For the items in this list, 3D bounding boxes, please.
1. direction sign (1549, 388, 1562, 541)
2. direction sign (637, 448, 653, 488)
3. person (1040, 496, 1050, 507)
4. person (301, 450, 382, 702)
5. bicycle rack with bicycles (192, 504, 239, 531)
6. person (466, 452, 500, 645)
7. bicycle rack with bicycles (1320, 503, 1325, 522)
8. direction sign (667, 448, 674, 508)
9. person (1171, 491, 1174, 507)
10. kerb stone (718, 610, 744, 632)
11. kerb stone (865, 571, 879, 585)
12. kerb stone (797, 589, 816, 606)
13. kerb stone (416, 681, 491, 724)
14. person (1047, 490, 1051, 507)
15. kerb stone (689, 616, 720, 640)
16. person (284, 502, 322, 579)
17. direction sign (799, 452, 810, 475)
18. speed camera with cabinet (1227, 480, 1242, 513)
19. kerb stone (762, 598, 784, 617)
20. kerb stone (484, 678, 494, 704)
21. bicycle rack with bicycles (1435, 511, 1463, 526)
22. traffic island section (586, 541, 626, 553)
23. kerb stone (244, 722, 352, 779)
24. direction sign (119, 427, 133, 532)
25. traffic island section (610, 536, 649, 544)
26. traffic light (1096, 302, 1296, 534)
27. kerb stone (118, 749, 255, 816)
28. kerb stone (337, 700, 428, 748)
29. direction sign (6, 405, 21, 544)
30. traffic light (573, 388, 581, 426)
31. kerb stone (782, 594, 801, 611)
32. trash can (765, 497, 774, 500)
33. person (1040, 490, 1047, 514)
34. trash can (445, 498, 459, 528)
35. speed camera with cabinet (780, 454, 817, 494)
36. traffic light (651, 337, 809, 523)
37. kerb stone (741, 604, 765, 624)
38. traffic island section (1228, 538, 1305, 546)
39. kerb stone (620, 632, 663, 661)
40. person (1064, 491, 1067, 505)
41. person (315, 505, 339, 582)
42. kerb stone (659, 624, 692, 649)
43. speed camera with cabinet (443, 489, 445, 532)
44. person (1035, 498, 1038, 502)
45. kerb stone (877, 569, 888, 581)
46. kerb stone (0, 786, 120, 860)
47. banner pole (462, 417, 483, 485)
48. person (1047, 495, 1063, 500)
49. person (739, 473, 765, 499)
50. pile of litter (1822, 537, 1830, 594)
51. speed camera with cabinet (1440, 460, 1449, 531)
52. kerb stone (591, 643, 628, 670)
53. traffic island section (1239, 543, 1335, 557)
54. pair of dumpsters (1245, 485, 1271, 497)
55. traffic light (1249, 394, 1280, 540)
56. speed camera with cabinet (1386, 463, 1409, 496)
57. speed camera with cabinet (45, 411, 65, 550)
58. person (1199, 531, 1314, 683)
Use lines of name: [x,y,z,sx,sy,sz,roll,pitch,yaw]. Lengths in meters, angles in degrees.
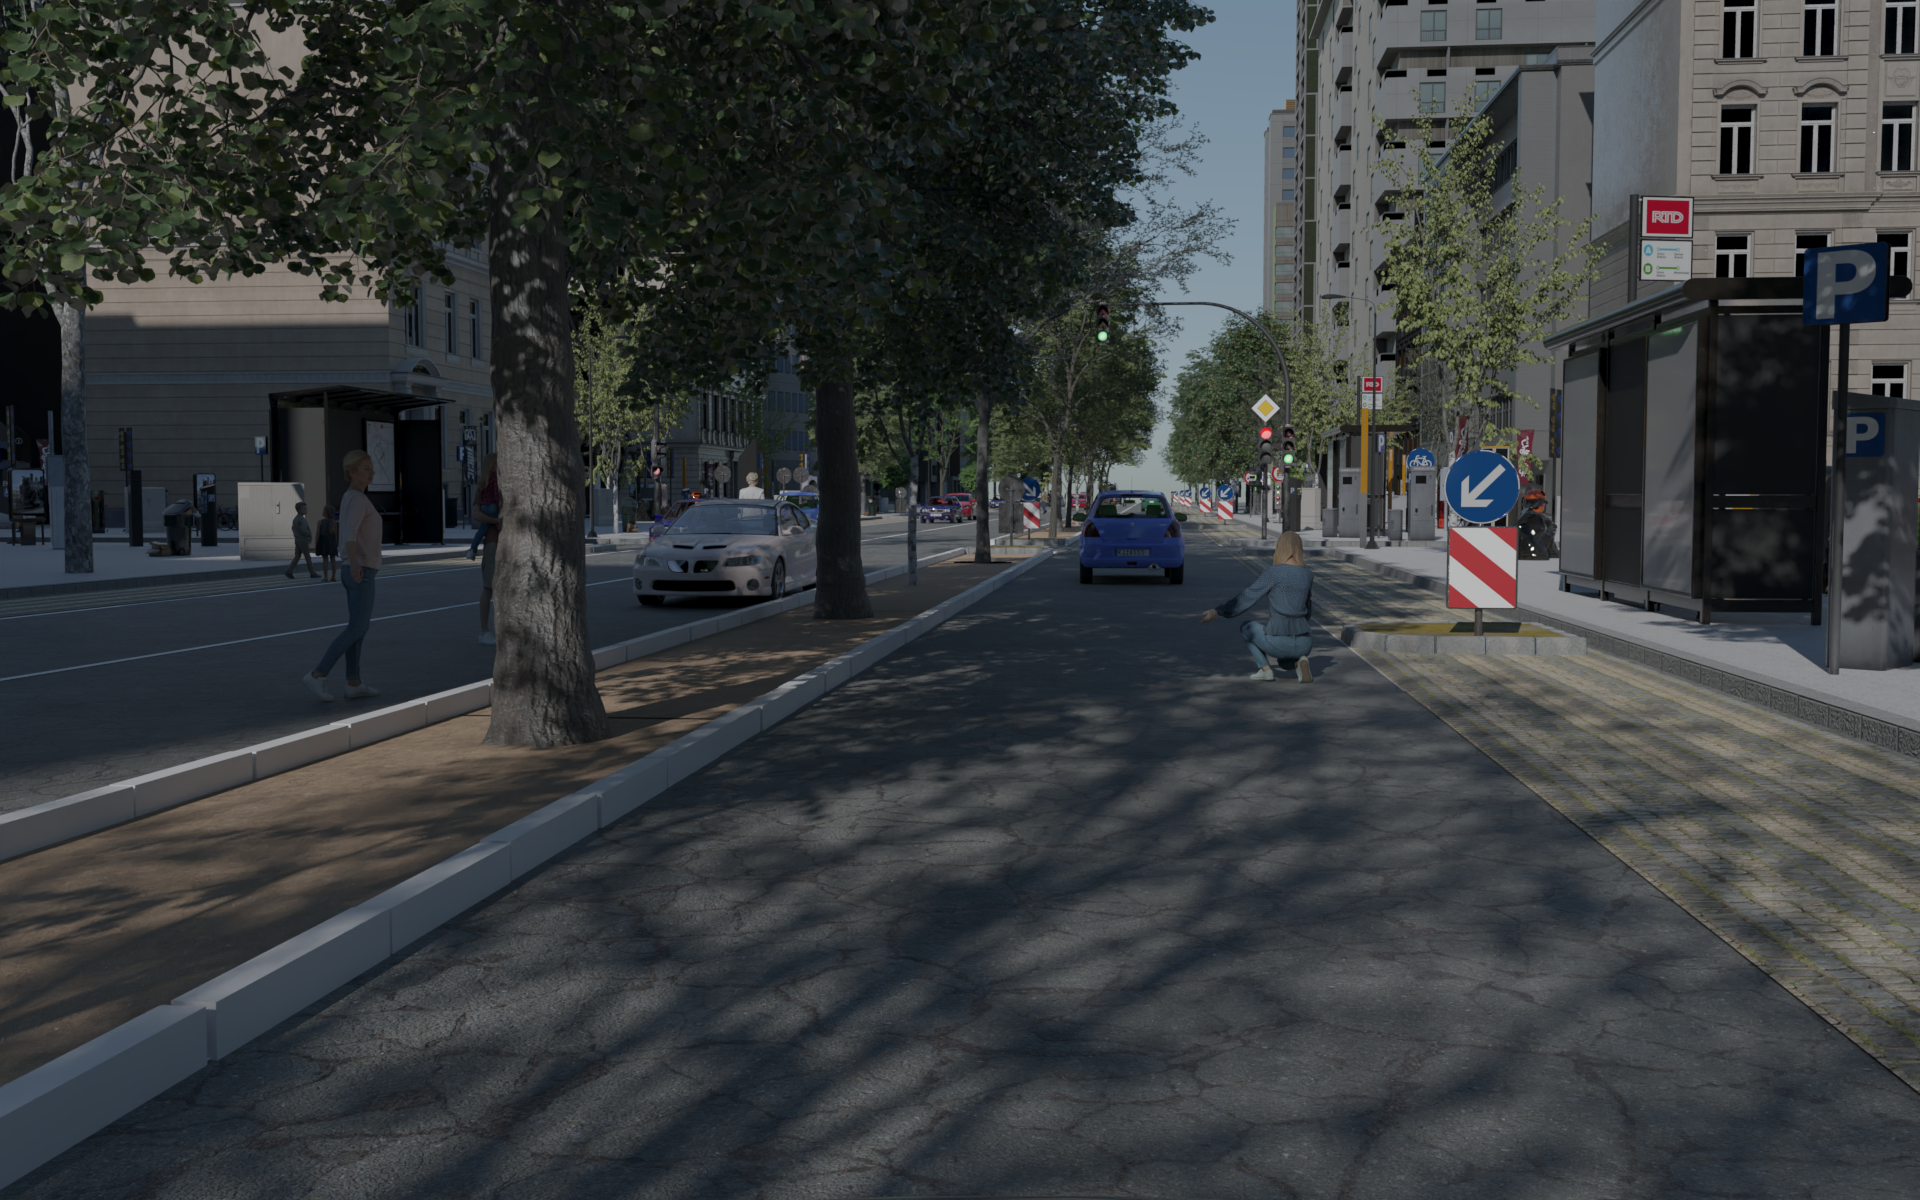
direction sign: [12.825,-2.775,37.368,0.379,3.537,0.876,2,4,33]
direction sign: [-15.639,-5.752,86.044,0.876,3.537,0.379,-3,4,-37]
person: [9.306,-11.044,189.772,1.217,1.736,0.721,-2,4,-30]
person: [-4.294,-0.177,12.071,0.598,1.740,0.731,-3,4,-38]
bicycle rack with bicycles: [-25.882,-2.912,60.999,2.925,0.926,2.852,-2,4,-33]
person: [-4.426,-0.495,16.568,0.573,1.828,0.580,-1,4,-11]
bicycle rack with bicycles: [14.926,-3.371,68.492,2.852,0.926,2.925,2,4,30]
direction sign: [-14.354,-5.745,85.932,0.379,3.537,0.876,1,4,10]
person: [22.966,-10.871,186.944,0.721,1.736,1.217,1,4,11]
kerb stone: [-2.490,0.243,18.328,0.120,0.150,1.000,0,4,6]
kerb stone: [-1.471,-0.322,27.498,0.120,0.150,1.000,0,4,6]
kerb stone: [-2.034,-0.012,22.391,0.120,0.150,1.000,0,4,6]
kerb stone: [-3.295,0.673,11.200,0.120,0.150,1.000,0,4,6]
person: [9.954,-11.200,191.254,1.348,1.869,0.705,-1,4,-12]
kerb stone: [-2.609,0.299,17.312,0.120,0.150,1.000,0,4,6]
person: [-11.123,-1.007,29.235,0.475,1.303,0.640,2,4,35]
direction sign: [-8.311,-6.152,92.580,0.379,3.537,0.876,-3,5,-42]
speed camera with cabinet: [18.522,-7.494,116.866,0.660,3.252,2.038,1,4,21]
kerb stone: [-2.264,0.116,20.360,0.120,0.150,1.000,0,4,6]
kerb stone: [-3.180,0.610,12.218,0.120,0.150,1.000,0,4,6]
bicycle rack with bicycles: [19.404,-3.292,67.206,2.852,0.926,2.925,0,4,2]
traffic island section: [-9.760,-1.262,42.908,2.009,0.180,2.903,0,4,6]
kerb stone: [-3.516,0.801,9.147,0.120,0.150,1.000,0,4,6]
direction sign: [-28.408,-4.101,59.045,0.876,3.537,0.379,3,4,38]
traffic island section: [-8.874,-1.747,50.843,2.009,0.180,2.903,0,4,6]
traffic light: [5.595,-4.053,40.938,4.771,5.953,1.251,0,4,6]
kerb stone: [-3.637,0.860,8.132,0.120,0.150,1.000,0,4,6]
kerb stone: [-3.405,0.735,10.173,0.120,0.150,1.000,0,4,6]
direction sign: [-24.418,-3.219,44.628,0.379,3.537,0.876,-3,5,-39]
traffic light: [-9.722,-3.293,42.768,0.839,4.253,0.868,0,4,6]
kerb stone: [-2.150,0.058,21.376,0.120,0.150,1.000,0,4,6]
trash can: [-10.148,-4.878,91.410,0.748,1.137,0.748,0,3,0]
person: [5.998,-7.068,123.972,0.656,1.842,0.836,2,4,26]
trash can: [-19.182,-3.263,65.011,0.748,1.137,0.748,0,3,0]
speed camera with cabinet: [-7.968,-5.577,85.516,0.660,3.252,2.038,3,5,41]
traffic light: [-6.747,-4.639,50.508,4.771,5.953,1.251,0,4,6]
kerb stone: [-2.373,0.177,19.343,0.120,0.150,1.000,0,4,6]
traffic island section: [8.608,-1.628,48.893,2.009,0.180,2.903,0,4,6]
kerb stone: [-2.839,0.423,15.274,0.120,0.150,1.000,0,4,6]
person: [14.175,-13.543,229.798,0.709,1.838,0.599,0,4,5]
person: [-10.329,-0.921,28.221,0.362,1.253,0.373,-3,5,-41]
kerb stone: [-2.734,0.362,16.291,0.120,0.150,1.000,0,4,6]
speed camera with cabinet: [-17.883,-3.836,57.052,0.660,3.252,2.038,2,4,24]
person: [6.641,-8.555,151.632,0.557,1.426,1.065,1,4,17]
kerb stone: [-1.367,-0.384,28.515,0.120,0.150,1.000,0,4,6]
kerb stone: [-3.744,0.922,7.115,0.120,0.150,1.000,0,4,6]
banner pole: [-15.622,-4.026,55.839,0.863,3.779,0.401,-3,5,-41]
person: [7.678,-8.030,139.819,1.348,1.821,0.705,0,4,6]
person: [-3.930,-1.507,33.013,0.514,1.842,0.818,-2,4,-24]
pile of litter: [11.017,-0.480,21.812,1.176,0.858,1.719,-1,4,-14]
speed camera with cabinet: [17.322,-3.948,58.882,0.660,3.252,2.038,-2,4,-35]
kerb stone: [-2.961,0.490,14.251,0.120,0.150,1.000,0,4,6]
traffic island section: [7.722,-1.142,40.957,2.009,0.180,2.903,0,4,6]
pair of dumpsters: [20.455,-7.109,118.729,1.574,2.255,4.437,0,4,7]
traffic light: [8.570,-3.661,48.784,0.839,4.253,0.868,0,4,6]
speed camera with cabinet: [26.473,-6.799,105.495,2.038,3.252,0.660,1,4,12]
speed camera with cabinet: [-21.137,-2.841,40.786,0.660,3.252,2.038,-2,4,-29]
person: [2.359,0.041,13.322,1.012,1.151,0.738,-1,4,-11]
